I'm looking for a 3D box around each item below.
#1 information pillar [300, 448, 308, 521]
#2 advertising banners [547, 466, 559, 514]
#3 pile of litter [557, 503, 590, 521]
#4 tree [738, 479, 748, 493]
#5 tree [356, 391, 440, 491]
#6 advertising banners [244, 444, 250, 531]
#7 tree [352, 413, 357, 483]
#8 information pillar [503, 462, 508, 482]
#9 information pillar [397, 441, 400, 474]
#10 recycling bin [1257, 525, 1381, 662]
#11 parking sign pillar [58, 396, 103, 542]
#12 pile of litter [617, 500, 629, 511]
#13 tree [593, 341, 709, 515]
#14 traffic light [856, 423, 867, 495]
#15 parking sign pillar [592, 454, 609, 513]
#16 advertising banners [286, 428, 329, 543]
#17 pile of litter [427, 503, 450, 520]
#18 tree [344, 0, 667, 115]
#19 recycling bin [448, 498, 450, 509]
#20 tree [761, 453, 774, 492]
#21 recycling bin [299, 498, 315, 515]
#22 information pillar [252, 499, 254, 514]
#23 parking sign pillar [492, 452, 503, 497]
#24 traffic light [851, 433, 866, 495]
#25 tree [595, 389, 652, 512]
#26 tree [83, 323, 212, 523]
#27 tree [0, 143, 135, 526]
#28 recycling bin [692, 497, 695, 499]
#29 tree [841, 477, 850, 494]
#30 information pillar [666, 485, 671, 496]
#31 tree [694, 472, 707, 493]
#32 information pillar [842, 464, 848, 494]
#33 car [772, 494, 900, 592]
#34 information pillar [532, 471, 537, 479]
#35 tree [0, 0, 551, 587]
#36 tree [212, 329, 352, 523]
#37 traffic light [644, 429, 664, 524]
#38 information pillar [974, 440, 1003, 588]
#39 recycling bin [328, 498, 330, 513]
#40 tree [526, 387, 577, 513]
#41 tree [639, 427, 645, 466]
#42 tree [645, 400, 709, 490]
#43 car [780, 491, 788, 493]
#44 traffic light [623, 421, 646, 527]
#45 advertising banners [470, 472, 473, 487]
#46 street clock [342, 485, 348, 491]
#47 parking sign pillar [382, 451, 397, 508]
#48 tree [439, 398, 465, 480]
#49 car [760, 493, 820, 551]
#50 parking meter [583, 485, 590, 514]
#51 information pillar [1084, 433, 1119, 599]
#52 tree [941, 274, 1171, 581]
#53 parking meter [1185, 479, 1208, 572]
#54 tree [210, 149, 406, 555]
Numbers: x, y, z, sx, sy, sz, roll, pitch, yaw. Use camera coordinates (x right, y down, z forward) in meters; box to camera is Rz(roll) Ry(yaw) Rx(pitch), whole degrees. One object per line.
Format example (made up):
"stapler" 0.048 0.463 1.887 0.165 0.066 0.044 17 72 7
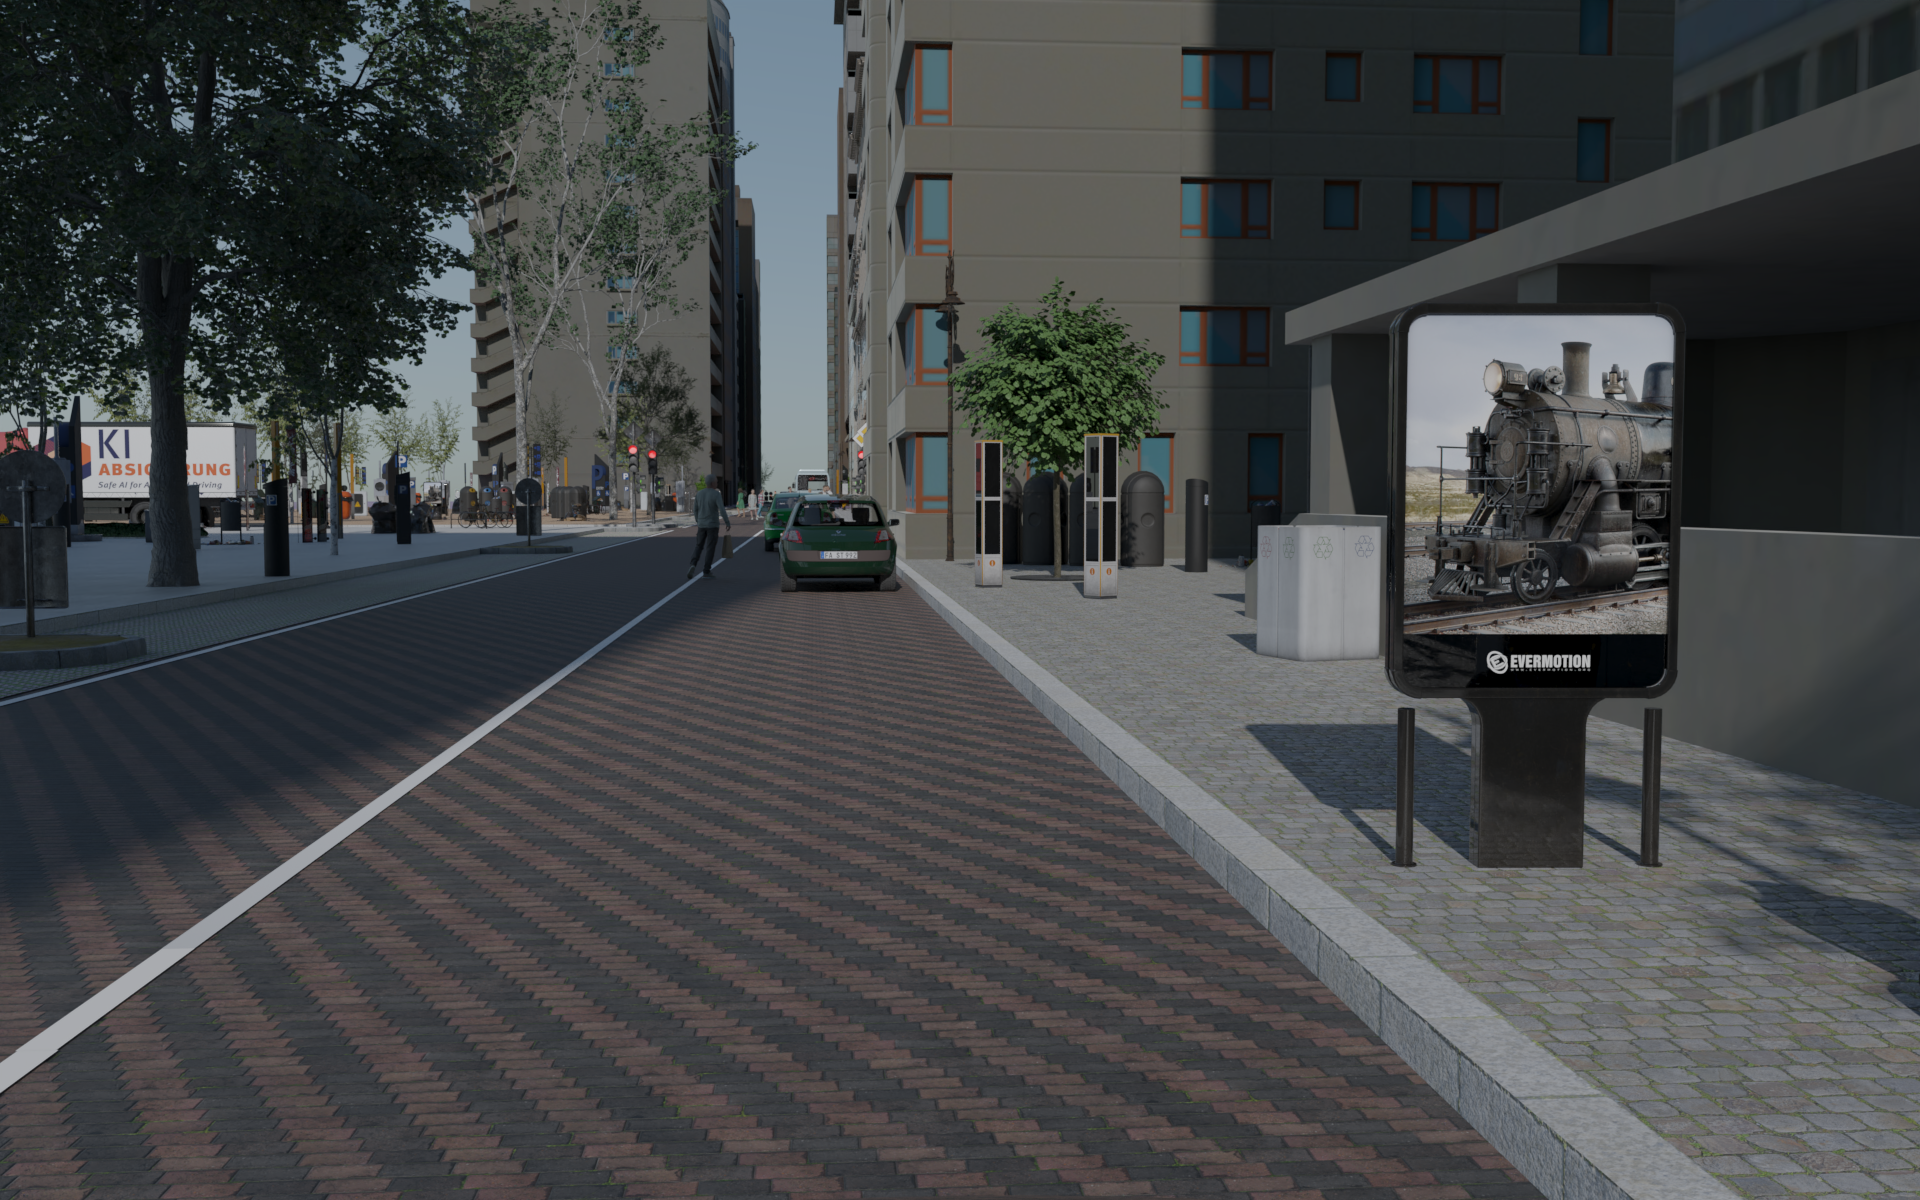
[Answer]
"information pillar" -30.931 -5.523 81.659 0.183 3.616 0.504 1 4 12
"advertising banners" -25.877 -6.977 110.254 0.090 3.025 2.074 -2 4 -33
"pile of litter" -18.251 -4.176 82.248 1.719 0.858 1.176 1 4 18
"tree" -28.222 -14.011 223.679 1.663 3.219 1.824 0 3 0
"tree" -38.807 -10.360 119.746 4.737 8.622 4.395 0 3 0
"advertising banners" -25.014 -3.946 60.709 0.090 3.025 2.074 -1 4 -19
"tree" -44.628 -10.759 126.265 4.737 8.622 4.395 0 3 0
"information pillar" -33.085 -8.248 126.206 0.504 3.616 0.183 3 5 43
"information pillar" -24.553 -5.161 75.731 0.183 3.616 0.504 -1 4 -15
"recycling bin" 2.820 -0.067 13.652 0.722 1.027 0.722 -1 4 -20
"parking sign pillar" -24.055 -3.570 46.847 1.447 3.967 1.447 -1 4 -20
"pile of litter" -26.244 -7.357 134.252 1.176 0.858 1.719 0 4 3
"tree" -18.529 -10.404 104.514 7.601 10.594 8.767 -3 5 -39
"traffic light" -3.614 -4.789 67.215 0.839 4.253 0.868 0 4 -5
"parking sign pillar" -24.097 -7.806 116.102 1.447 3.967 1.447 3 4 36
"advertising banners" -17.232 -3.028 45.703 0.090 3.025 2.074 1 4 8
"pile of litter" -26.183 -4.403 85.950 1.719 0.858 1.176 2 4 24
"tree" -13.527 -12.303 57.050 12.611 20.169 13.585 0 3 0
"recycling bin" -43.090 -8.091 144.838 0.722 1.027 0.722 -2 4 -35
"tree" -35.207 -21.801 306.810 4.360 8.622 3.978 0 3 0
"recycling bin" -40.791 -5.849 108.183 0.722 1.027 0.722 1 4 16
"information pillar" -44.398 -6.394 109.028 0.304 2.012 0.304 -2 4 -31
"parking sign pillar" -29.667 -7.505 111.172 1.447 3.967 1.447 0 4 -2
"traffic light" -4.286 -5.275 75.171 0.839 4.253 0.868 0 4 -5
"tree" -23.050 -10.403 120.458 4.737 8.622 4.395 0 3 0
"tree" -35.486 -7.585 74.369 4.737 8.622 4.395 0 3 0
"tree" -18.970 -5.179 35.037 4.360 8.622 3.978 0 3 0
"recycling bin" -21.366 -7.718 138.746 0.722 1.027 0.722 -1 4 -10
"tree" -9.782 -9.665 152.632 1.663 3.219 1.824 0 3 0
"information pillar" -23.027 -8.095 136.848 0.304 2.012 0.304 3 5 42
"tree" -22.153 -9.433 148.830 1.663 3.219 1.824 0 3 0
"information pillar" -9.084 -8.905 136.947 0.504 3.616 0.183 2 4 28
"car" -1.906 -1.036 26.732 2.009 1.686 4.222 0 4 -5
"information pillar" -36.197 -9.566 147.756 0.504 3.616 0.183 -1 4 -18
"tree" -10.907 -7.169 23.861 9.857 13.997 8.962 0 3 0
"tree" -29.546 -7.665 75.689 4.737 8.622 4.395 0 3 0
"traffic light" -13.165 -5.229 74.408 0.839 4.253 0.868 0 4 -5
"information pillar" 0.392 -1.180 23.779 0.304 2.012 0.304 -1 4 -20
"recycling bin" -42.714 -6.394 117.092 0.722 1.027 0.722 -3 4 -38
"tree" -28.588 -10.375 119.991 4.360 8.622 3.978 0 3 0
"tree" -24.516 -11.783 143.018 4.360 8.622 3.978 0 3 0
"tree" -21.078 -11.054 131.095 4.360 8.622 3.978 0 3 0
"car" -24.120 -14.104 239.265 2.281 1.827 5.304 0 4 -5
"traffic light" -12.493 -4.742 66.451 0.839 4.253 0.868 0 4 -5
"advertising banners" -39.921 -8.821 140.410 0.090 3.025 2.074 -3 4 -39
"street clock" -49.614 -8.259 139.596 0.471 2.002 0.358 0 4 -1
"parking sign pillar" -35.281 -7.257 107.129 1.447 3.967 1.447 0 4 7
"tree" -39.213 -11.009 130.363 4.737 8.622 4.395 0 3 0
"car" -4.163 -2.194 44.667 1.959 1.807 4.718 0 4 -6
"parking meter" -24.079 -6.476 111.595 0.399 1.863 0.255 1 4 18
"information pillar" 1.729 -1.022 21.210 0.304 2.012 0.304 -3 4 -39
"tree" 1.450 -2.597 26.169 4.285 4.588 4.351 0 3 0
"parking meter" 3.889 -1.226 28.458 0.372 1.533 0.369 0 3 0
"tree" -13.325 -5.259 36.344 4.360 8.622 3.978 0 3 0
